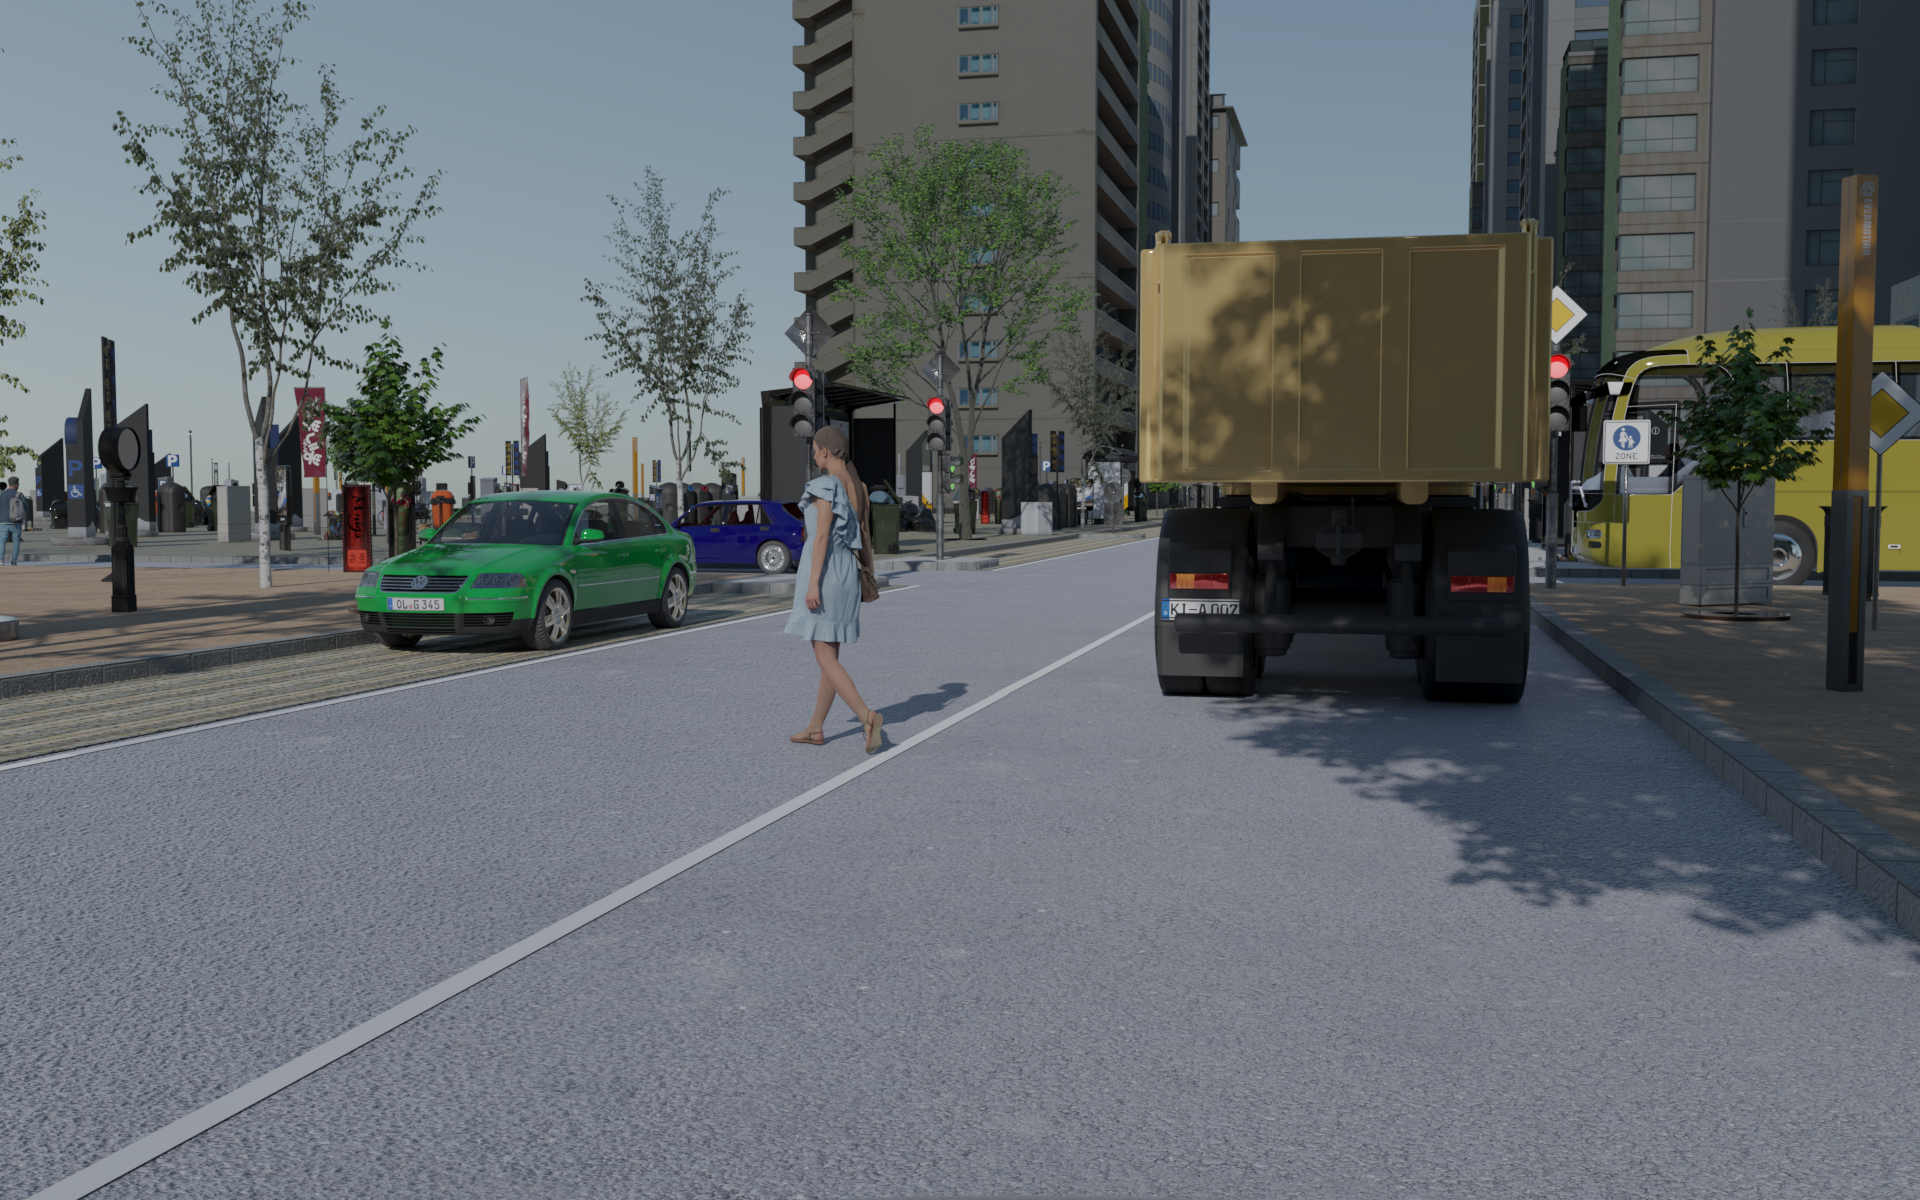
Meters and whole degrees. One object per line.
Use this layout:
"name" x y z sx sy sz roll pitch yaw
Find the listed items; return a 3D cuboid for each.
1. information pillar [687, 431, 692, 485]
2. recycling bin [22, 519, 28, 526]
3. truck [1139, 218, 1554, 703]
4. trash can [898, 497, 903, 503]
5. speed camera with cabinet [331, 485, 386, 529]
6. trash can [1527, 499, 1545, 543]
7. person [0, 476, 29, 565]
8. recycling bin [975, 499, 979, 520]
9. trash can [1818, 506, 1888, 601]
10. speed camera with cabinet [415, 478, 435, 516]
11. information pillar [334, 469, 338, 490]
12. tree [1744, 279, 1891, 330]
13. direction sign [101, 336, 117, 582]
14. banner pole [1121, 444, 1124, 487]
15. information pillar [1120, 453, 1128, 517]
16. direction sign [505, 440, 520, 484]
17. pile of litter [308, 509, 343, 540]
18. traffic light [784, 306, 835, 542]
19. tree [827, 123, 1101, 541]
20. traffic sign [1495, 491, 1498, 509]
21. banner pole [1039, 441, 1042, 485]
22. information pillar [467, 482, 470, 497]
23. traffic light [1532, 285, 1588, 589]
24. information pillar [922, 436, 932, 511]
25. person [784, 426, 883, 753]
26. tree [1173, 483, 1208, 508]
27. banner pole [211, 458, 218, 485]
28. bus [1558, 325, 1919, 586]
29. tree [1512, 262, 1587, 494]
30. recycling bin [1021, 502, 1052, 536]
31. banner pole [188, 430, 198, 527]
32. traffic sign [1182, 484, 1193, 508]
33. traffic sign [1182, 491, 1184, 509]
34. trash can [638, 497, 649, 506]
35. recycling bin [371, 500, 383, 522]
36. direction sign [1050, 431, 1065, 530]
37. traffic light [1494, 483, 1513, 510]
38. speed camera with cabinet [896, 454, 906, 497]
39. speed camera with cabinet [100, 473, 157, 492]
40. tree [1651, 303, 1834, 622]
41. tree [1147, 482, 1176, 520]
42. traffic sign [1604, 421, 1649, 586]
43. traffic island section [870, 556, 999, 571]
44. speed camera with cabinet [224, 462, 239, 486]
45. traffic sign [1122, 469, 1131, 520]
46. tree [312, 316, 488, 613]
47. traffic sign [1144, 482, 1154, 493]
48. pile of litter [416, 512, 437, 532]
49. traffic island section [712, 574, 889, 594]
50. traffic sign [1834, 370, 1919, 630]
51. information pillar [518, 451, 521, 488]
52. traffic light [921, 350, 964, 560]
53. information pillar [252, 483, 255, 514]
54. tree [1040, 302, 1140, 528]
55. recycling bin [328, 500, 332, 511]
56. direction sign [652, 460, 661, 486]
"information pillar" -9.982 -4.433 63.836 0.183 3.616 0.504 -1 4 -19
"recycling bin" -37.588 -3.448 68.926 0.722 1.027 0.722 -1 4 -12
"truck" 3.473 -1.206 15.644 3.469 3.379 9.791 1 4 13
"trash can" -2.709 -4.155 79.586 0.748 1.137 0.748 0 3 0
"speed camera with cabinet" -21.849 -4.211 63.179 2.038 3.252 0.660 -1 4 -21
"trash can" 15.229 -2.064 45.399 0.748 1.137 0.748 0 3 0
"person" -18.636 -1.540 34.021 0.623 1.781 0.721 -2 4 -31
"recycling bin" 0.475 -4.529 86.607 0.722 1.027 0.722 -2 4 -27
"trash can" 10.738 -0.563 20.858 0.748 1.137 0.748 0 3 0
"speed camera with cabinet" -29.591 -6.215 95.949 0.660 3.252 2.038 1 4 17
"information pillar" -37.241 -6.850 103.347 0.183 3.616 0.504 0 4 -5
"tree" 28.648 -6.646 59.026 4.360 8.622 3.978 0 3 0
"direction sign" -12.405 -2.038 25.324 0.379 3.537 0.876 -1 4 -16
"banner pole" 8.185 -5.971 87.648 0.401 3.779 0.863 0 4 -2
"information pillar" 9.342 -6.576 98.880 0.504 3.616 0.183 1 4 18
"direction sign" -18.968 -4.982 73.446 0.876 3.537 0.379 3 4 37
"pile of litter" -17.383 -2.111 48.479 1.719 0.858 1.176 2 4 25
"traffic light" -2.245 -2.264 25.930 0.839 4.253 0.868 1 4 14
"tree" 0.142 -7.484 48.116 9.928 11.665 9.643 0 3 0
"traffic sign" 12.402 -2.449 40.039 0.884 2.594 0.081 2 4 23
"banner pole" 3.620 -5.658 82.525 0.863 3.779 0.401 2 4 33
"information pillar" -29.484 -6.114 104.460 0.304 2.012 0.304 2 4 34
"traffic light" 8.027 -2.114 23.477 0.839 4.253 0.868 1 4 14
"information pillar" -1.245 -4.559 65.894 0.183 3.616 0.504 -3 5 -41
"person" -0.666 -0.070 9.737 0.778 1.811 0.616 3 5 43
"tree" 12.898 -7.025 98.579 4.285 4.588 4.351 0 3 0
"banner pole" -52.076 -8.013 121.026 0.863 3.779 0.401 2 4 30
"bus" 15.248 -2.074 25.460 12.252 3.916 2.896 1 4 12
"tree" 16.647 -6.221 52.073 4.360 8.622 3.978 0 3 0
"recycling bin" 2.383 -2.524 53.824 0.722 1.027 0.722 -3 5 -43
"banner pole" -30.129 -4.766 67.945 0.401 3.779 0.863 -1 4 -20
"traffic sign" 12.147 -5.532 92.580 0.606 2.300 0.079 1 4 20
"traffic sign" 13.342 -6.337 103.715 0.768 2.556 0.104 1 4 20
"trash can" -13.169 -3.699 72.140 0.748 1.137 0.748 0 3 0
"recycling bin" -27.274 -4.146 80.337 0.722 1.027 0.722 3 5 43
"direction sign" 3.489 -4.290 62.142 0.379 3.537 0.876 3 4 37
"traffic light" 9.900 -2.588 31.240 0.839 4.253 0.868 1 4 14
"speed camera with cabinet" -2.630 -5.562 85.275 0.660 3.252 2.038 3 5 43
"speed camera with cabinet" -36.383 -4.975 75.676 2.038 3.252 0.660 -1 4 -14
"tree" 7.994 -1.412 17.690 1.663 3.219 1.824 0 3 0
"tree" 9.889 -5.676 87.401 1.663 3.219 1.824 0 3 0
"traffic sign" 9.235 -1.340 24.045 0.606 2.300 0.079 1 4 23
"traffic island section" -0.408 -0.707 33.836 2.009 0.180 2.903 1 4 14
"speed camera with cabinet" -45.530 -6.895 107.073 0.660 3.252 2.038 1 4 20
"traffic sign" 8.146 -5.278 86.393 0.768 2.556 0.104 1 4 19
"tree" -6.321 -1.493 19.014 1.663 3.219 1.824 0 3 0
"traffic sign" 8.840 -5.057 82.688 0.884 2.594 0.081 1 4 22
"pile of litter" -18.133 -2.779 59.398 1.176 0.858 1.719 2 4 24
"traffic island section" -2.281 -0.232 26.073 2.009 0.180 2.903 1 4 14
"traffic sign" 8.629 -0.923 16.280 0.795 2.450 0.064 1 4 21
"information pillar" -23.482 -6.216 92.983 0.504 3.616 0.183 0 4 8
"traffic light" -0.372 -2.738 33.693 0.839 4.253 0.868 1 4 14
"information pillar" -46.338 -6.687 113.829 0.304 2.012 0.304 0 4 -6
"tree" 4.929 -7.067 65.908 4.360 8.622 3.978 0 3 0
"recycling bin" -26.229 -3.668 72.521 0.722 1.027 0.722 0 4 7
"direction sign" -20.096 -7.512 114.812 0.876 3.537 0.379 3 5 42
